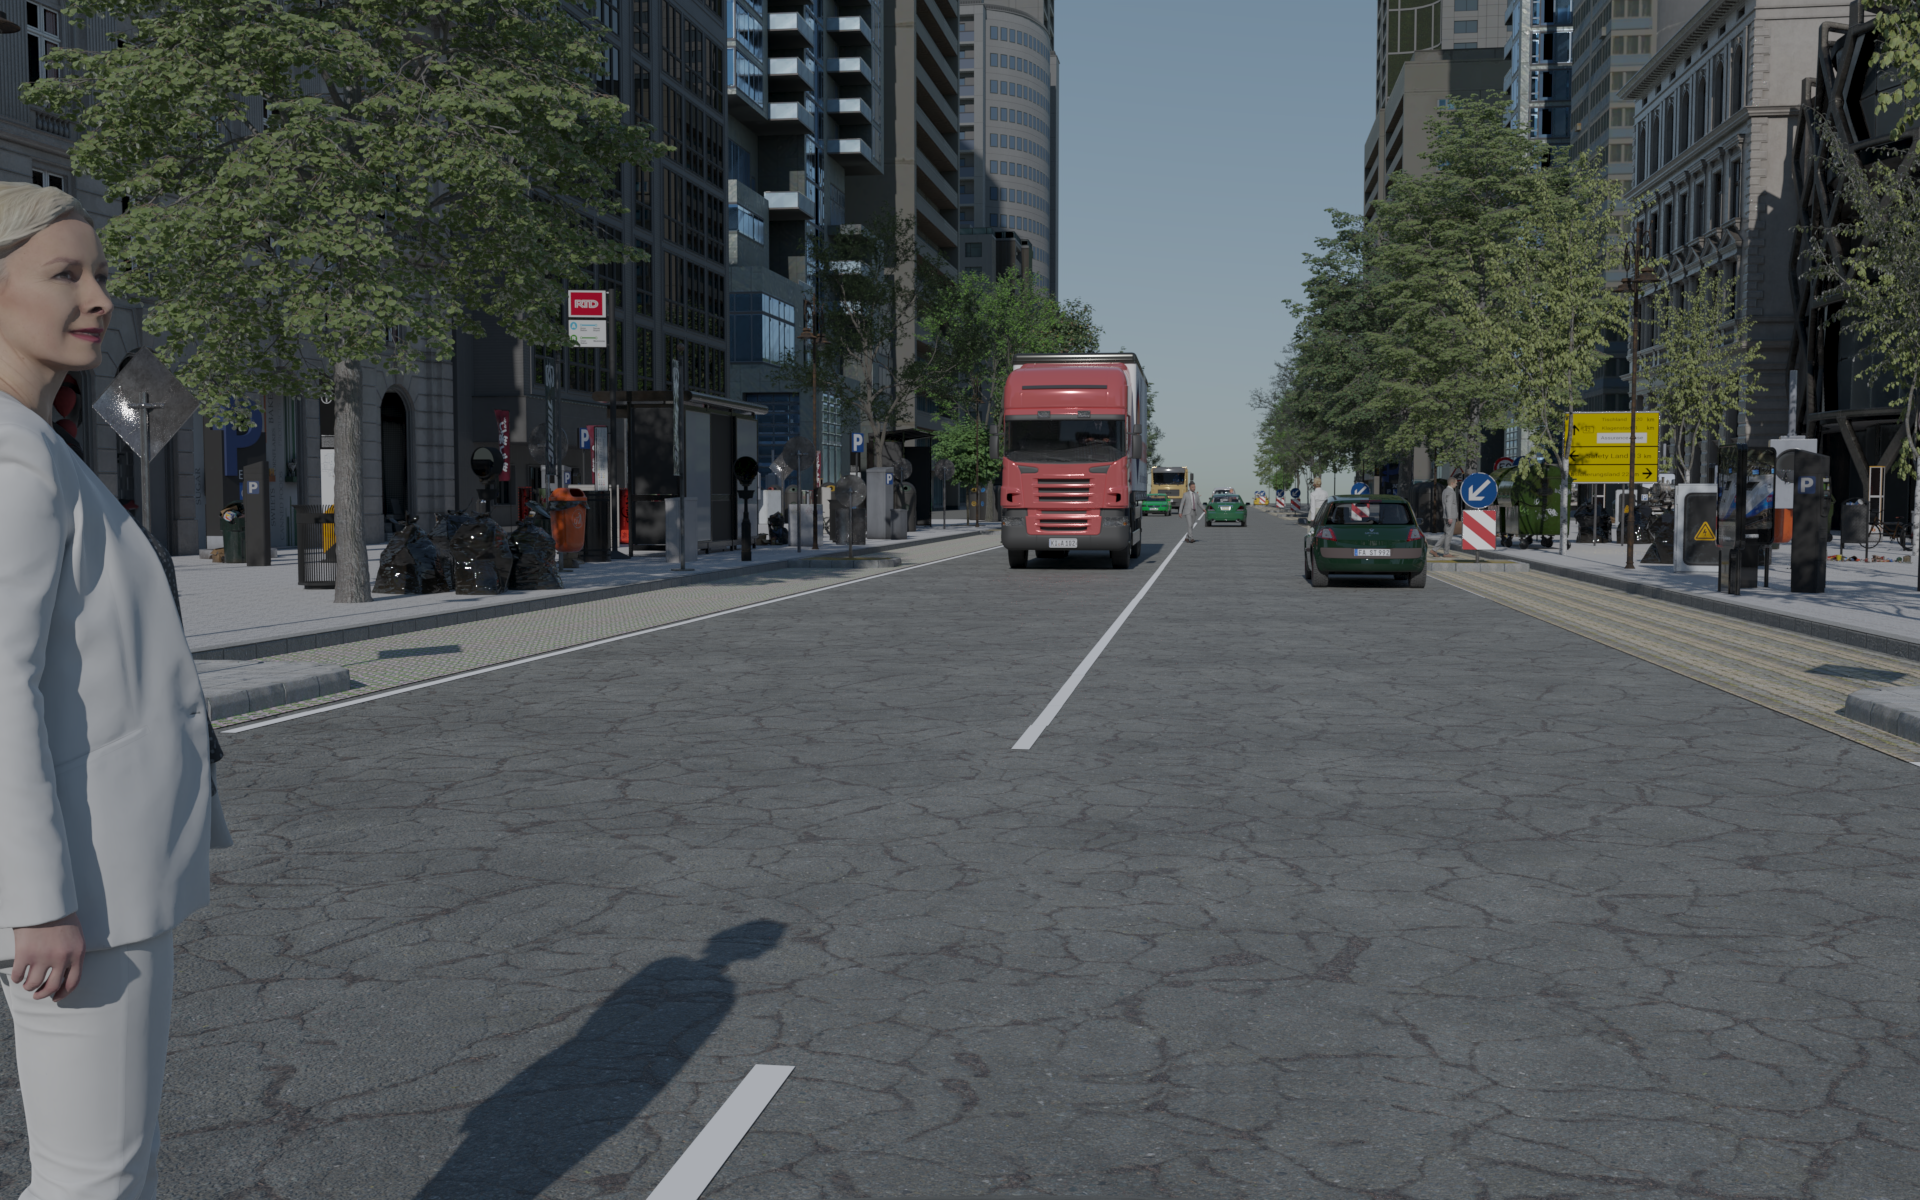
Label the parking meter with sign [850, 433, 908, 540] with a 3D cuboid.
[{"bbox_3d":[-2.269,-3.225,48.993,1.738,3.016,0.543,2,4,35],"label":"parking meter with sign"}]

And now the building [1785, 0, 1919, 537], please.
[{"bbox_3d":[34.987,-11.353,53.073,16.820,18.784,16.811,1,4,8],"label":"building"}]

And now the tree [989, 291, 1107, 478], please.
[{"bbox_3d":[5.415,-11.062,97.877,9.611,12.733,9.660,0,3,0],"label":"tree"}]

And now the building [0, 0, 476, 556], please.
[{"bbox_3d":[-21.749,-11.983,37.720,13.314,21.916,24.055,1,4,8],"label":"building"}]

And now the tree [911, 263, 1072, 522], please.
[{"bbox_3d":[1.332,-9.380,79.110,9.928,11.665,9.643,0,3,0],"label":"tree"}]

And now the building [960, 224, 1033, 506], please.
[{"bbox_3d":[0.283,-25.554,189.508,14.160,30.474,14.107,1,4,8],"label":"building"}]

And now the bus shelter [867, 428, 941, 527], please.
[{"bbox_3d":[-2.052,-4.495,64.770,1.731,3.624,6.357,1,4,9],"label":"bus shelter"}]

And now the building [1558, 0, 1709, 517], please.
[{"bbox_3d":[49.581,-25.042,101.317,32.217,40.220,23.993,1,4,8],"label":"building"}]

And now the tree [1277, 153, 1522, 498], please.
[{"bbox_3d":[17.185,-9.797,66.836,9.857,13.997,8.962,0,3,0],"label":"tree"}]

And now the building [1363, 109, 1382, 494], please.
[{"bbox_3d":[59.783,-35.668,206.866,21.300,48.544,21.600,1,4,8],"label":"building"}]

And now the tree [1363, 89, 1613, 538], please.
[{"bbox_3d":[14.978,-8.023,49.298,7.486,12.596,7.792,0,3,0],"label":"tree"}]

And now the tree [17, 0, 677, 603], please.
[{"bbox_3d":[-6.842,-6.228,19.963,7.486,12.596,7.792,0,3,0],"label":"tree"}]

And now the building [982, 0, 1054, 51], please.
[{"bbox_3d":[4.227,-48.649,233.667,20.563,71.187,20.611,1,4,8],"label":"building"}]

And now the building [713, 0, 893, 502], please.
[{"bbox_3d":[-15.976,-48.344,103.088,22.319,86.520,31.000,1,4,8],"label":"building"}]

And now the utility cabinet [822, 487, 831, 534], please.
[{"bbox_3d":[-4.295,-2.887,55.880,0.318,1.500,1.173,0,4,-4],"label":"utility cabinet"}]

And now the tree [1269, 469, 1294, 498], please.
[{"bbox_3d":[41.266,-14.605,222.510,4.285,4.588,4.351,0,3,0],"label":"tree"}]

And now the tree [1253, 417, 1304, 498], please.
[{"bbox_3d":[43.307,-19.211,232.222,7.486,12.596,7.792,0,3,0],"label":"tree"}]

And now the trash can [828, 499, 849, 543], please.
[{"bbox_3d":[-3.143,-2.082,45.702,0.748,1.137,0.748,0,3,0],"label":"trash can"}]

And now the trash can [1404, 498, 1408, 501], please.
[{"bbox_3d":[16.611,-3.207,64.087,0.748,1.137,0.748,0,3,0],"label":"trash can"}]

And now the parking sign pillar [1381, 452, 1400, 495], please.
[{"bbox_3d":[20.824,-5.785,83.059,1.447,3.967,1.447,1,4,9],"label":"parking sign pillar"}]

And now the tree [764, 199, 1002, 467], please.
[{"bbox_3d":[-2.307,-7.323,54.145,8.767,10.594,7.601,2,4,30],"label":"tree"}]

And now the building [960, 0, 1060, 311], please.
[{"bbox_3d":[0.199,-40.857,210.018,21.231,58.520,28.212,1,4,8],"label":"building"}]

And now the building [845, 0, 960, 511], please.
[{"bbox_3d":[-12.109,-30.979,130.213,21.300,48.544,21.600,1,4,8],"label":"building"}]

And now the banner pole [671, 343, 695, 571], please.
[{"bbox_3d":[-4.653,-2.363,28.657,0.401,3.779,0.863,0,4,3],"label":"banner pole"}]

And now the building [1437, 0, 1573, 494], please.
[{"bbox_3d":[48.981,-49.851,127.741,22.319,86.520,31.000,1,4,8],"label":"building"}]

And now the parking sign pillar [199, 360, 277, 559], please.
[{"bbox_3d":[-14.460,-2.821,34.600,1.447,3.967,1.447,1,4,17],"label":"parking sign pillar"}]

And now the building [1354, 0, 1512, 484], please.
[{"bbox_3d":[63.358,-48.252,227.175,20.563,71.187,20.611,1,4,8],"label":"building"}]

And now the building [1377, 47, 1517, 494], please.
[{"bbox_3d":[57.116,-34.355,185.403,21.300,48.544,21.600,1,4,8],"label":"building"}]

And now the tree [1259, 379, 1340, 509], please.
[{"bbox_3d":[30.295,-13.601,148.129,9.928,11.665,9.643,0,3,0],"label":"tree"}]

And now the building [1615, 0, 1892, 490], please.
[{"bbox_3d":[34.884,-14.839,71.490,11.050,23.489,19.941,1,4,8],"label":"building"}]

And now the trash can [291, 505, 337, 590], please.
[{"bbox_3d":[-8.628,-0.718,23.392,0.748,1.137,0.748,0,3,0],"label":"trash can"}]

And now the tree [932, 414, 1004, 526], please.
[{"bbox_3d":[0.394,-5.280,70.040,4.285,4.588,4.351,0,3,0],"label":"tree"}]

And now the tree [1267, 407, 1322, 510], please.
[{"bbox_3d":[27.805,-11.546,139.139,4.360,8.622,3.978,0,3,0],"label":"tree"}]

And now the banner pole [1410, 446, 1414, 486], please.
[{"bbox_3d":[19.881,-5.271,76.204,0.401,3.779,0.863,2,4,26],"label":"banner pole"}]

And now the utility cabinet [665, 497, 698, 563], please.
[{"bbox_3d":[-5.294,-1.330,32.899,0.306,1.237,1.020,1,4,11],"label":"utility cabinet"}]

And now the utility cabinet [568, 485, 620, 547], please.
[{"bbox_3d":[-8.743,-2.000,41.376,1.173,1.500,0.318,-1,4,-10],"label":"utility cabinet"}]

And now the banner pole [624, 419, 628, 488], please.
[{"bbox_3d":[-9.219,-3.541,47.910,0.401,3.779,0.863,0,4,-5],"label":"banner pole"}]

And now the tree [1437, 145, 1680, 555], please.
[{"bbox_3d":[12.540,-5.266,36.462,4.737,8.622,4.395,0,3,0],"label":"tree"}]

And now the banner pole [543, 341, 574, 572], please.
[{"bbox_3d":[-6.597,-2.333,28.170,0.401,3.779,0.863,0,4,7],"label":"banner pole"}]

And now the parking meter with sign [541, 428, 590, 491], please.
[{"bbox_3d":[-10.731,-3.045,46.046,1.738,3.016,0.543,1,4,17],"label":"parking meter with sign"}]

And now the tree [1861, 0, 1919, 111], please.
[{"bbox_3d":[9.449,-3.939,14.766,4.737,8.622,4.395,0,3,0],"label":"tree"}]

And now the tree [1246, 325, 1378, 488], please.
[{"bbox_3d":[25.187,-12.912,121.485,12.009,13.543,11.850,0,3,0],"label":"tree"}]

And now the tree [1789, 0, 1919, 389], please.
[{"bbox_3d":[14.318,-4.549,24.734,4.360,8.622,3.978,0,3,0],"label":"tree"}]

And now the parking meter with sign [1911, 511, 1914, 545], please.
[{"bbox_3d":[24.410,-2.890,43.519,0.543,3.016,1.738,3,5,44],"label":"parking meter with sign"}]

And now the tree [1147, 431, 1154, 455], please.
[{"bbox_3d":[16.146,-15.352,176.762,9.928,11.665,9.643,0,3,0],"label":"tree"}]

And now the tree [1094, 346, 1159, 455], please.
[{"bbox_3d":[12.357,-14.822,149.002,9.857,13.997,8.962,0,3,0],"label":"tree"}]

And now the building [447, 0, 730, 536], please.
[{"bbox_3d":[-17.974,-16.375,61.234,14.314,27.812,24.014,1,4,8],"label":"building"}]

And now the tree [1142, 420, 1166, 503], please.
[{"bbox_3d":[14.495,-13.791,159.901,8.767,10.594,7.601,0,4,-6],"label":"tree"}]
